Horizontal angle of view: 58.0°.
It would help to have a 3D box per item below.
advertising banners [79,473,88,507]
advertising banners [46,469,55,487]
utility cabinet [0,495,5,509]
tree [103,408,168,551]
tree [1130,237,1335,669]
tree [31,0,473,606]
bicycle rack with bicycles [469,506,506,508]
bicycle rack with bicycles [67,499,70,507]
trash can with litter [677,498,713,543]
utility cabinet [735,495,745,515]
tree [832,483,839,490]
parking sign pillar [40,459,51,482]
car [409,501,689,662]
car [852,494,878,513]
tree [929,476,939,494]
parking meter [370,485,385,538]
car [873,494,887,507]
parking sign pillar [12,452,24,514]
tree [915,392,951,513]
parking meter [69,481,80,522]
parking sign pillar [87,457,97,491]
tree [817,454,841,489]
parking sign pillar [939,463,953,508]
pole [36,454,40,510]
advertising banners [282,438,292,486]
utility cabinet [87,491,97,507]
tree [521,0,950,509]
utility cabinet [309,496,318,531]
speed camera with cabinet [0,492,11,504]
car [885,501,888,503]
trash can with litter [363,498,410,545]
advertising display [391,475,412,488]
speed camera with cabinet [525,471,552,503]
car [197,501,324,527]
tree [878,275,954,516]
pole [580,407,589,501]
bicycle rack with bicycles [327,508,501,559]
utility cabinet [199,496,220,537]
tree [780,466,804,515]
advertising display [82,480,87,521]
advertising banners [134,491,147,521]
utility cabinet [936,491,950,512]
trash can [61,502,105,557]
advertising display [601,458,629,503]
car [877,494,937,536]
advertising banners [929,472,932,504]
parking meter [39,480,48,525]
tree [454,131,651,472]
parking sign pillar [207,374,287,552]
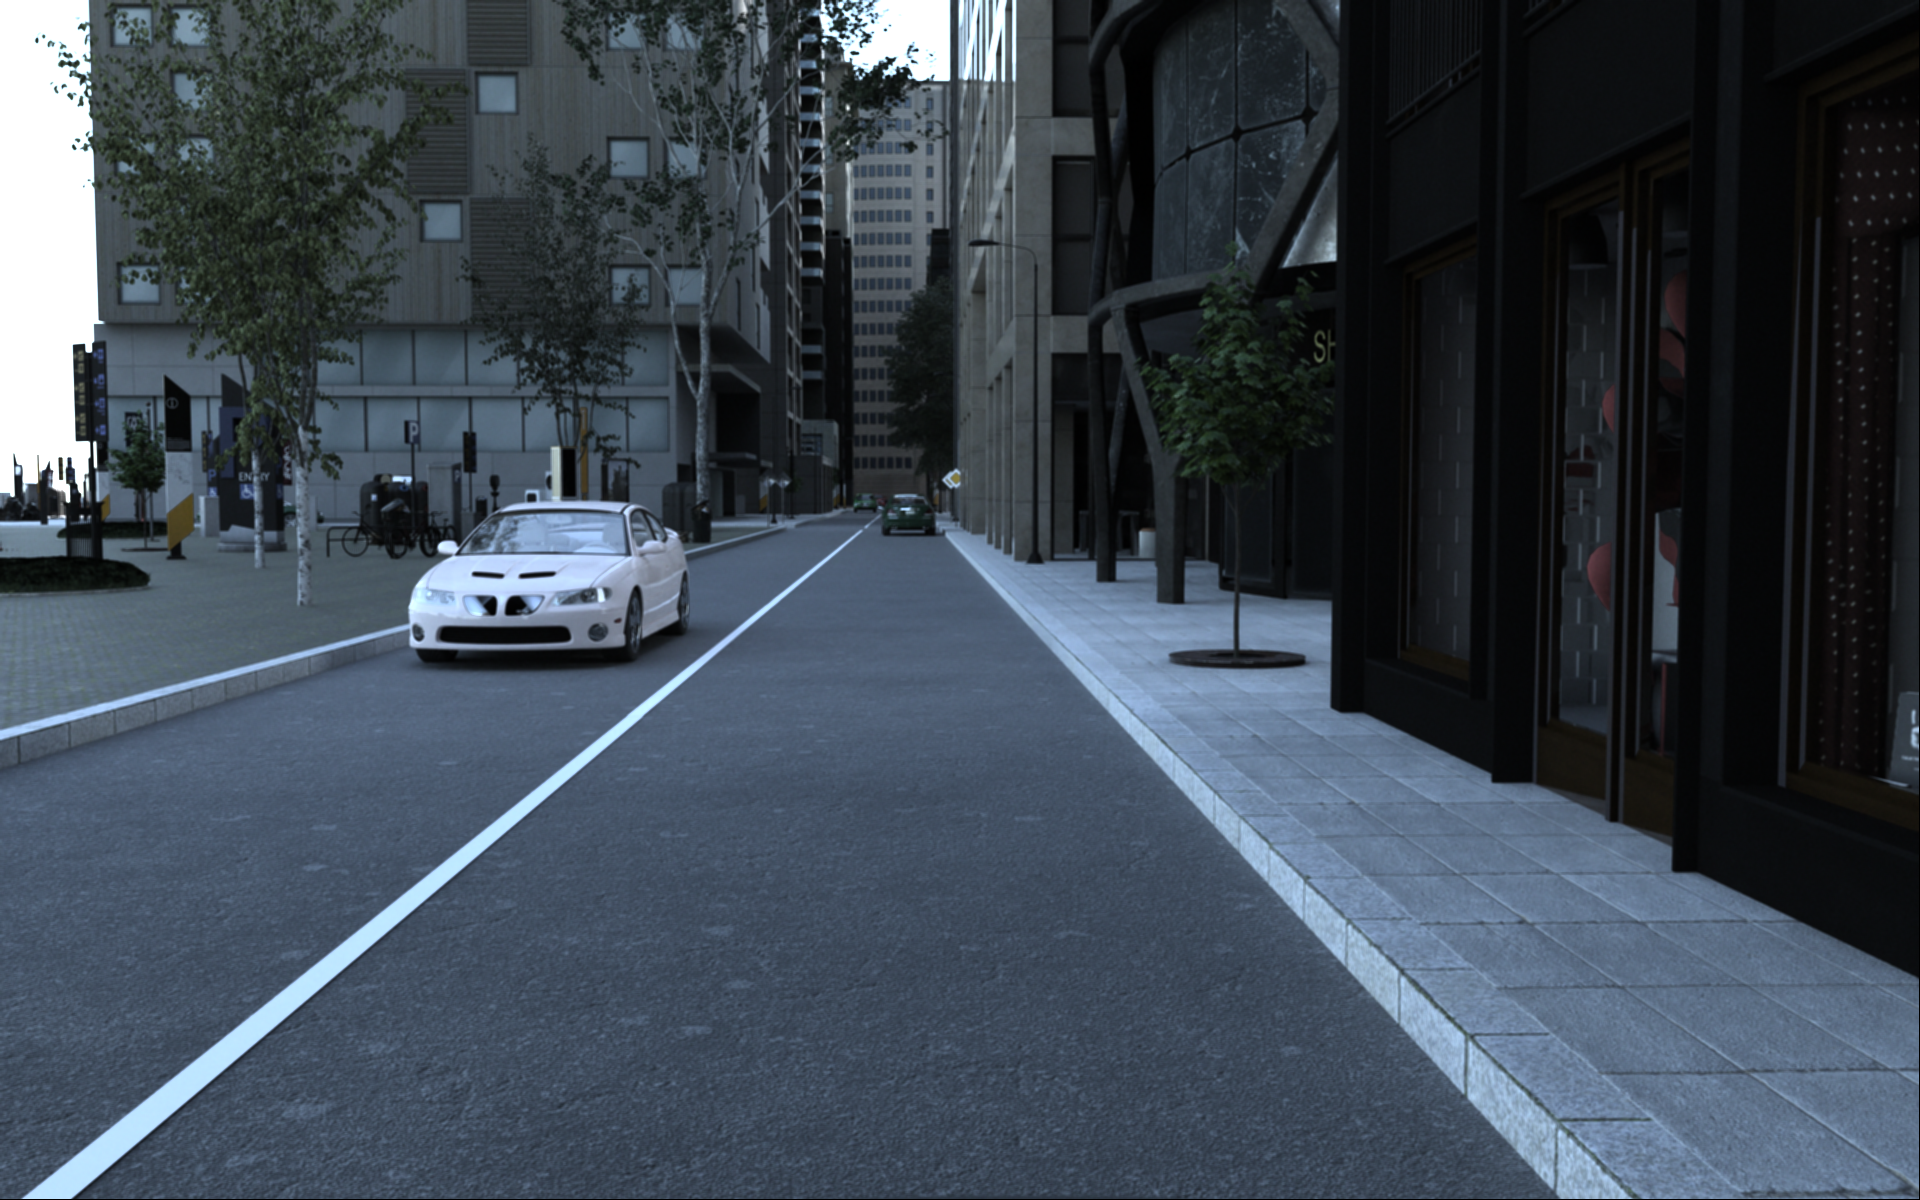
[{"bbox_3d":[-74.055,-9.139,145.615,0.090,3.025,2.074,1,4,19],"label":"advertising banners"},{"bbox_3d":[-64.569,-7.659,121.413,2.074,3.025,0.090,-1,4,-17],"label":"advertising banners"},{"bbox_3d":[-60.916,-6.017,109.539,1.020,1.237,0.306,1,4,11],"label":"utility cabinet"},{"bbox_3d":[-18.582,-2.734,39.302,1.663,3.219,1.824,0,3,0],"label":"tree"},{"bbox_3d":[2.026,-1.140,13.241,1.663,3.219,1.824,0,3,0],"label":"tree"},{"bbox_3d":[-7.781,-4.238,19.649,4.737,8.622,4.395,0,3,0],"label":"tree"},{"bbox_3d":[-13.594,-2.290,50.818,2.925,0.926,2.852,2,4,25],"label":"bicycle rack with bicycles"},{"bbox_3d":[-66.269,-7.145,130.196,2.852,0.926,2.925,-1,4,-18],"label":"bicycle rack with bicycles"},{"bbox_3d":[-7.038,-2.088,45.532,1.055,1.170,0.624,0,4,8],"label":"trash can with litter"},{"bbox_3d":[-13.694,-5.805,106.071,1.020,1.237,0.306,0,4,-6],"label":"utility cabinet"},{"bbox_3d":[-11.270,-9.253,145.882,1.663,3.219,1.824,0,3,0],"label":"tree"},{"bbox_3d":[-70.651,-8.895,133.911,1.447,3.967,1.447,-1,4,-12],"label":"parking sign pillar"},{"bbox_3d":[-3.709,-0.241,16.305,2.083,1.381,4.827,0,4,0],"label":"car"},{"bbox_3d":[-7.417,-7.734,135.240,1.959,1.807,4.718,0,4,-3],"label":"car"},{"bbox_3d":[-2.286,-9.796,154.759,1.663,3.219,1.824,0,3,0],"label":"tree"},{"bbox_3d":[-15.844,-2.369,47.145,0.372,1.533,0.369,0,3,0],"label":"parking meter"},{"bbox_3d":[-8.177,-9.713,167.847,2.155,1.783,4.494,0,4,-4],"label":"car"},{"bbox_3d":[-60.654,-7.530,111.580,1.447,3.967,1.447,-1,4,-21],"label":"parking sign pillar"},{"bbox_3d":[-1.134,-10.375,119.997,4.360,8.622,3.978,0,3,0],"label":"tree"},{"bbox_3d":[-40.814,-4.534,79.835,0.399,1.863,0.255,-3,4,-39],"label":"parking meter"},{"bbox_3d":[-63.642,-8.486,127.216,1.447,3.967,1.447,-1,4,-12],"label":"parking sign pillar"},{"bbox_3d":[-11.340,-9.449,138.207,4.285,4.588,4.351,0,3,0],"label":"tree"},{"bbox_3d":[-1.063,-8.662,130.103,1.447,3.967,1.447,-2,4,-34],"label":"parking sign pillar"},{"bbox_3d":[-46.383,-5.711,87.220,0.158,3.312,0.155,0,3,0],"label":"pole"},{"bbox_3d":[-21.456,-3.521,53.754,0.090,3.025,2.074,2,4,27],"label":"advertising banners"},{"bbox_3d":[-62.148,-7.052,123.984,0.318,1.500,1.173,-1,4,-11],"label":"utility cabinet"},{"bbox_3d":[-6.660,-11.915,50.699,12.611,20.169,13.585,0,3,0],"label":"tree"},{"bbox_3d":[-22.700,-3.031,60.719,0.306,1.237,1.020,-1,4,-19],"label":"utility cabinet"},{"bbox_3d":[-65.739,-7.578,118.236,0.660,3.252,2.038,1,4,11],"label":"speed camera with cabinet"},{"bbox_3d":[-4.063,-6.302,115.620,1.945,1.354,3.894,0,4,-1],"label":"car"},{"bbox_3d":[-14.479,-1.979,43.744,0.624,1.170,1.055,3,4,38],"label":"trash can with litter"},{"bbox_3d":[-18.940,-3.287,58.960,0.974,1.923,0.123,2,4,26],"label":"advertising display"},{"bbox_3d":[-15.844,-4.401,66.296,2.038,3.252,0.660,3,5,42],"label":"speed camera with cabinet"},{"bbox_3d":[-28.544,-3.608,70.794,4.920,1.459,2.131,0,4,-3],"label":"car"},{"bbox_3d":[-0.177,-11.850,100.410,9.857,13.997,8.962,0,3,0],"label":"tree"},{"bbox_3d":[-8.860,-2.876,40.871,0.158,3.312,0.155,0,3,0],"label":"pole"},{"bbox_3d":[-11.500,-1.367,35.728,2.852,0.926,2.925,2,4,29],"label":"bicycle rack with bicycles"},{"bbox_3d":[-22.373,-2.511,52.223,0.306,1.237,1.020,2,4,33],"label":"utility cabinet"},{"bbox_3d":[-10.159,-6.742,104.826,1.663,3.219,1.824,0,3,0],"label":"tree"},{"bbox_3d":[-41.751,-4.736,82.645,0.123,1.923,0.974,-2,4,-24],"label":"advertising display"},{"bbox_3d":[-29.909,-4.107,63.329,0.090,3.025,2.074,-3,5,-39],"label":"advertising banners"},{"bbox_3d":[-1.314,-7.071,124.292,1.173,1.500,0.318,-2,4,-27],"label":"utility cabinet"},{"bbox_3d":[-16.340,-1.263,32.311,0.748,1.137,0.748,0,3,0],"label":"trash can"},{"bbox_3d":[-6.199,-1.588,31.176,0.123,1.923,0.974,1,4,12],"label":"advertising display"},{"bbox_3d":[-1.834,-3.013,61.062,2.131,1.459,4.920,0,4,-4],"label":"car"},{"bbox_3d":[-2.336,-8.615,137.048,0.090,3.025,2.074,0,4,-5],"label":"advertising banners"},{"bbox_3d":[-38.636,-4.117,73.024,0.255,1.863,0.399,-2,4,-23],"label":"parking meter"},{"bbox_3d":[-8.077,-5.198,35.356,4.360,8.622,3.978,0,3,0],"label":"tree"},{"bbox_3d":[-15.869,-3.074,38.739,1.447,3.967,1.447,0,4,2],"label":"parking sign pillar"}]
